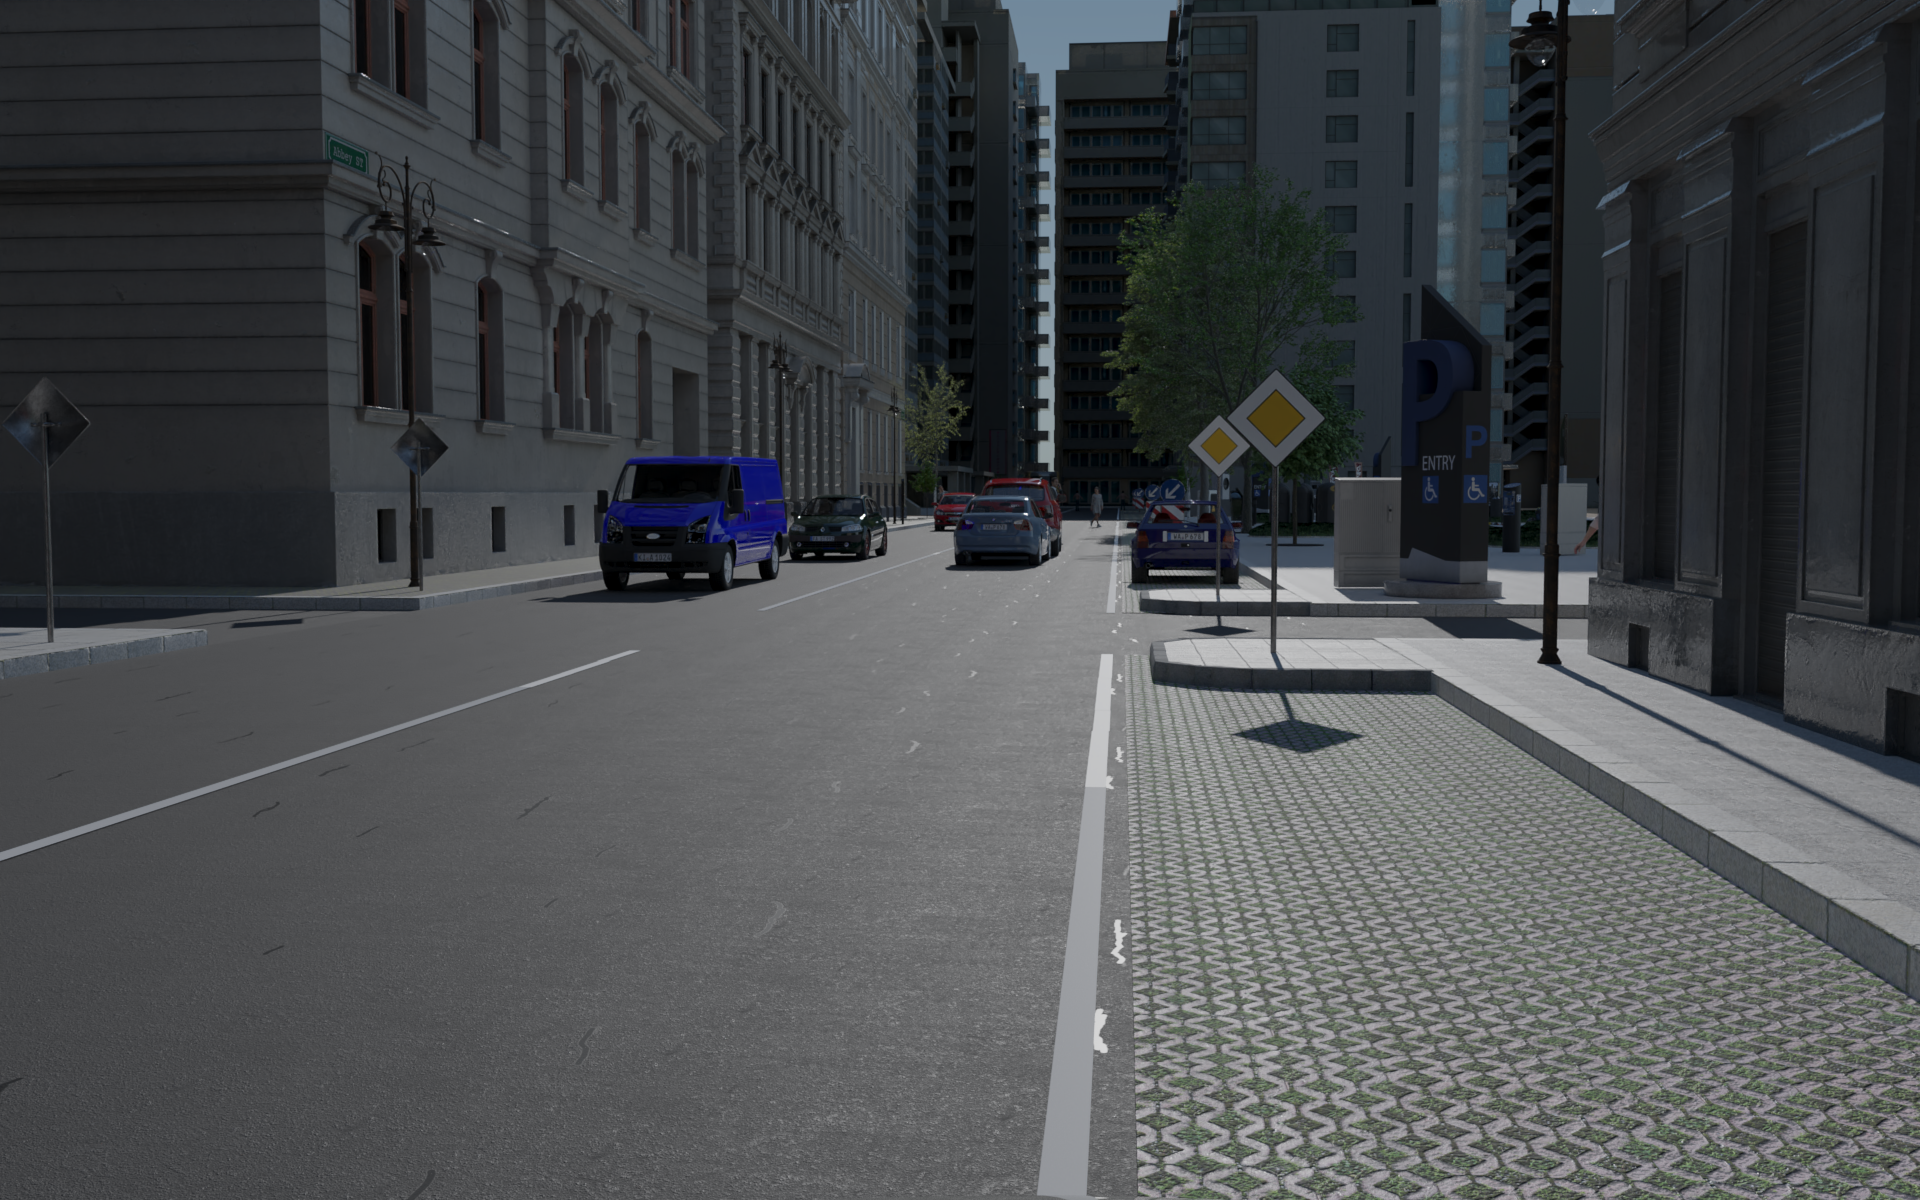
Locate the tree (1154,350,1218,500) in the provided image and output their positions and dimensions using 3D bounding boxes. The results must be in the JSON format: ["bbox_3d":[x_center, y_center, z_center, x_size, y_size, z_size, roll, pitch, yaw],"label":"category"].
[{"bbox_3d":[11.366,-8.281,85.764,4.737,8.622,4.395,0,3,0],"label":"tree"}]

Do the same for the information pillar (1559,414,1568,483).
[{"bbox_3d":[17.636,-3.626,50.636,0.183,3.616,0.504,0,4,6],"label":"information pillar"}]

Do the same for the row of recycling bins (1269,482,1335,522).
[{"bbox_3d":[13.273,-3.518,64.629,3.534,1.692,1.069,2,4,24],"label":"row of recycling bins"}]

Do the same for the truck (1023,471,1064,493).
[{"bbox_3d":[7.299,-9.435,150.179,3.469,3.379,9.791,0,4,3],"label":"truck"}]

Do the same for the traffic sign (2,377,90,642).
[{"bbox_3d":[-7.866,-0.690,14.928,0.795,2.450,0.064,0,4,5],"label":"traffic sign"}]

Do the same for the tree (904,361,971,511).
[{"bbox_3d":[-1.605,-8.852,95.093,4.360,8.622,3.978,0,3,0],"label":"tree"}]

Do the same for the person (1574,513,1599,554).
[{"bbox_3d":[6.551,-0.508,17.473,0.731,1.740,0.598,0,4,-6],"label":"person"}]

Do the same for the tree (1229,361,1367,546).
[{"bbox_3d":[8.305,-3.630,43.072,4.285,4.588,4.351,0,3,0],"label":"tree"}]

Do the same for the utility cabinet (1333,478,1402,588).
[{"bbox_3d":[5.693,-0.905,23.480,1.173,1.500,0.318,0,4,-1],"label":"utility cabinet"}]

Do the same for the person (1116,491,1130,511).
[{"bbox_3d":[13.980,-8.522,148.538,1.217,1.736,0.721,1,4,9],"label":"person"}]

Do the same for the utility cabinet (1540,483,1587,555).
[{"bbox_3d":[12.606,-1.683,36.195,1.173,1.500,0.318,-3,4,-36],"label":"utility cabinet"}]

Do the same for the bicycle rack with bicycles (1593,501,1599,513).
[{"bbox_3d":[30.533,-4.358,84.636,2.852,0.926,2.925,1,4,15],"label":"bicycle rack with bicycles"}]

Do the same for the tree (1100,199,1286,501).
[{"bbox_3d":[9.182,-9.133,67.454,7.486,12.596,7.792,0,3,0],"label":"tree"}]

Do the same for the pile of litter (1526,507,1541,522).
[{"bbox_3d":[20.968,-2.936,61.963,1.719,0.858,1.176,0,4,3],"label":"pile of litter"}]

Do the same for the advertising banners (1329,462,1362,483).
[{"bbox_3d":[19.449,-5.540,86.774,2.074,3.025,0.090,1,4,10],"label":"advertising banners"}]

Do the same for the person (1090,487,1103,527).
[{"bbox_3d":[5.893,-4.030,75.146,0.466,1.731,0.760,-3,5,-43],"label":"person"}]

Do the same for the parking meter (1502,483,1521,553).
[{"bbox_3d":[12.128,-1.814,38.074,0.372,1.533,0.369,0,3,0],"label":"parking meter"}]

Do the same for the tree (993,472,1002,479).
[{"bbox_3d":[2.935,-9.543,150.630,1.663,3.219,1.824,0,3,0],"label":"tree"}]

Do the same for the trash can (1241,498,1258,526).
[{"bbox_3d":[11.606,-3.542,69.566,0.748,1.137,0.748,0,3,0],"label":"trash can"}]

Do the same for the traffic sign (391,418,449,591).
[{"bbox_3d":[-7.131,-1.177,22.879,0.795,2.450,0.064,0,4,5],"label":"traffic sign"}]

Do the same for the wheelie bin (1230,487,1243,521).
[{"bbox_3d":[13.255,-4.589,82.934,0.693,1.594,0.980,0,4,2],"label":"wheelie bin"}]

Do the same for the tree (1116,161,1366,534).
[{"bbox_3d":[9.155,-7.952,55.778,9.928,11.665,9.643,0,3,0],"label":"tree"}]

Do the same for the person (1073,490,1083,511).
[{"bbox_3d":[9.827,-8.248,144.071,0.721,1.736,1.217,-3,5,-39],"label":"person"}]

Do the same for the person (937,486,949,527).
[{"bbox_3d":[-0.713,-4.152,76.566,0.592,1.802,0.473,0,4,2],"label":"person"}]

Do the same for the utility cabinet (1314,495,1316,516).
[{"bbox_3d":[18.178,-4.760,88.989,1.020,1.237,0.306,-3,5,-45],"label":"utility cabinet"}]

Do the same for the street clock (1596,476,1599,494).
[{"bbox_3d":[23.049,-3.519,62.100,0.471,2.002,0.358,2,4,25],"label":"street clock"}]

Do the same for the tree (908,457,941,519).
[{"bbox_3d":[-1.724,-5.885,90.819,1.663,3.219,1.824,0,3,0],"label":"tree"}]

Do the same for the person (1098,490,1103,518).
[{"bbox_3d":[8.406,-5.849,105.058,0.541,1.710,0.530,-1,4,-18],"label":"person"}]

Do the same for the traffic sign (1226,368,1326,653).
[{"bbox_3d":[2.532,-0.630,13.950,0.795,2.450,0.064,0,4,5],"label":"traffic sign"}]

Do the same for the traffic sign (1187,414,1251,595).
[{"bbox_3d":[3.267,-1.117,21.901,0.795,2.450,0.064,0,4,5],"label":"traffic sign"}]

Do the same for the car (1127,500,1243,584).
[{"bbox_3d":[3.743,-0.995,28.851,1.945,1.354,3.894,0,4,7],"label":"car"}]

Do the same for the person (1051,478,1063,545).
[{"bbox_3d":[2.712,-2.528,49.188,0.474,1.900,0.648,0,4,6],"label":"person"}]

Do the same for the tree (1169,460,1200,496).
[{"bbox_3d":[12.524,-6.316,97.872,1.663,3.219,1.824,0,3,0],"label":"tree"}]
